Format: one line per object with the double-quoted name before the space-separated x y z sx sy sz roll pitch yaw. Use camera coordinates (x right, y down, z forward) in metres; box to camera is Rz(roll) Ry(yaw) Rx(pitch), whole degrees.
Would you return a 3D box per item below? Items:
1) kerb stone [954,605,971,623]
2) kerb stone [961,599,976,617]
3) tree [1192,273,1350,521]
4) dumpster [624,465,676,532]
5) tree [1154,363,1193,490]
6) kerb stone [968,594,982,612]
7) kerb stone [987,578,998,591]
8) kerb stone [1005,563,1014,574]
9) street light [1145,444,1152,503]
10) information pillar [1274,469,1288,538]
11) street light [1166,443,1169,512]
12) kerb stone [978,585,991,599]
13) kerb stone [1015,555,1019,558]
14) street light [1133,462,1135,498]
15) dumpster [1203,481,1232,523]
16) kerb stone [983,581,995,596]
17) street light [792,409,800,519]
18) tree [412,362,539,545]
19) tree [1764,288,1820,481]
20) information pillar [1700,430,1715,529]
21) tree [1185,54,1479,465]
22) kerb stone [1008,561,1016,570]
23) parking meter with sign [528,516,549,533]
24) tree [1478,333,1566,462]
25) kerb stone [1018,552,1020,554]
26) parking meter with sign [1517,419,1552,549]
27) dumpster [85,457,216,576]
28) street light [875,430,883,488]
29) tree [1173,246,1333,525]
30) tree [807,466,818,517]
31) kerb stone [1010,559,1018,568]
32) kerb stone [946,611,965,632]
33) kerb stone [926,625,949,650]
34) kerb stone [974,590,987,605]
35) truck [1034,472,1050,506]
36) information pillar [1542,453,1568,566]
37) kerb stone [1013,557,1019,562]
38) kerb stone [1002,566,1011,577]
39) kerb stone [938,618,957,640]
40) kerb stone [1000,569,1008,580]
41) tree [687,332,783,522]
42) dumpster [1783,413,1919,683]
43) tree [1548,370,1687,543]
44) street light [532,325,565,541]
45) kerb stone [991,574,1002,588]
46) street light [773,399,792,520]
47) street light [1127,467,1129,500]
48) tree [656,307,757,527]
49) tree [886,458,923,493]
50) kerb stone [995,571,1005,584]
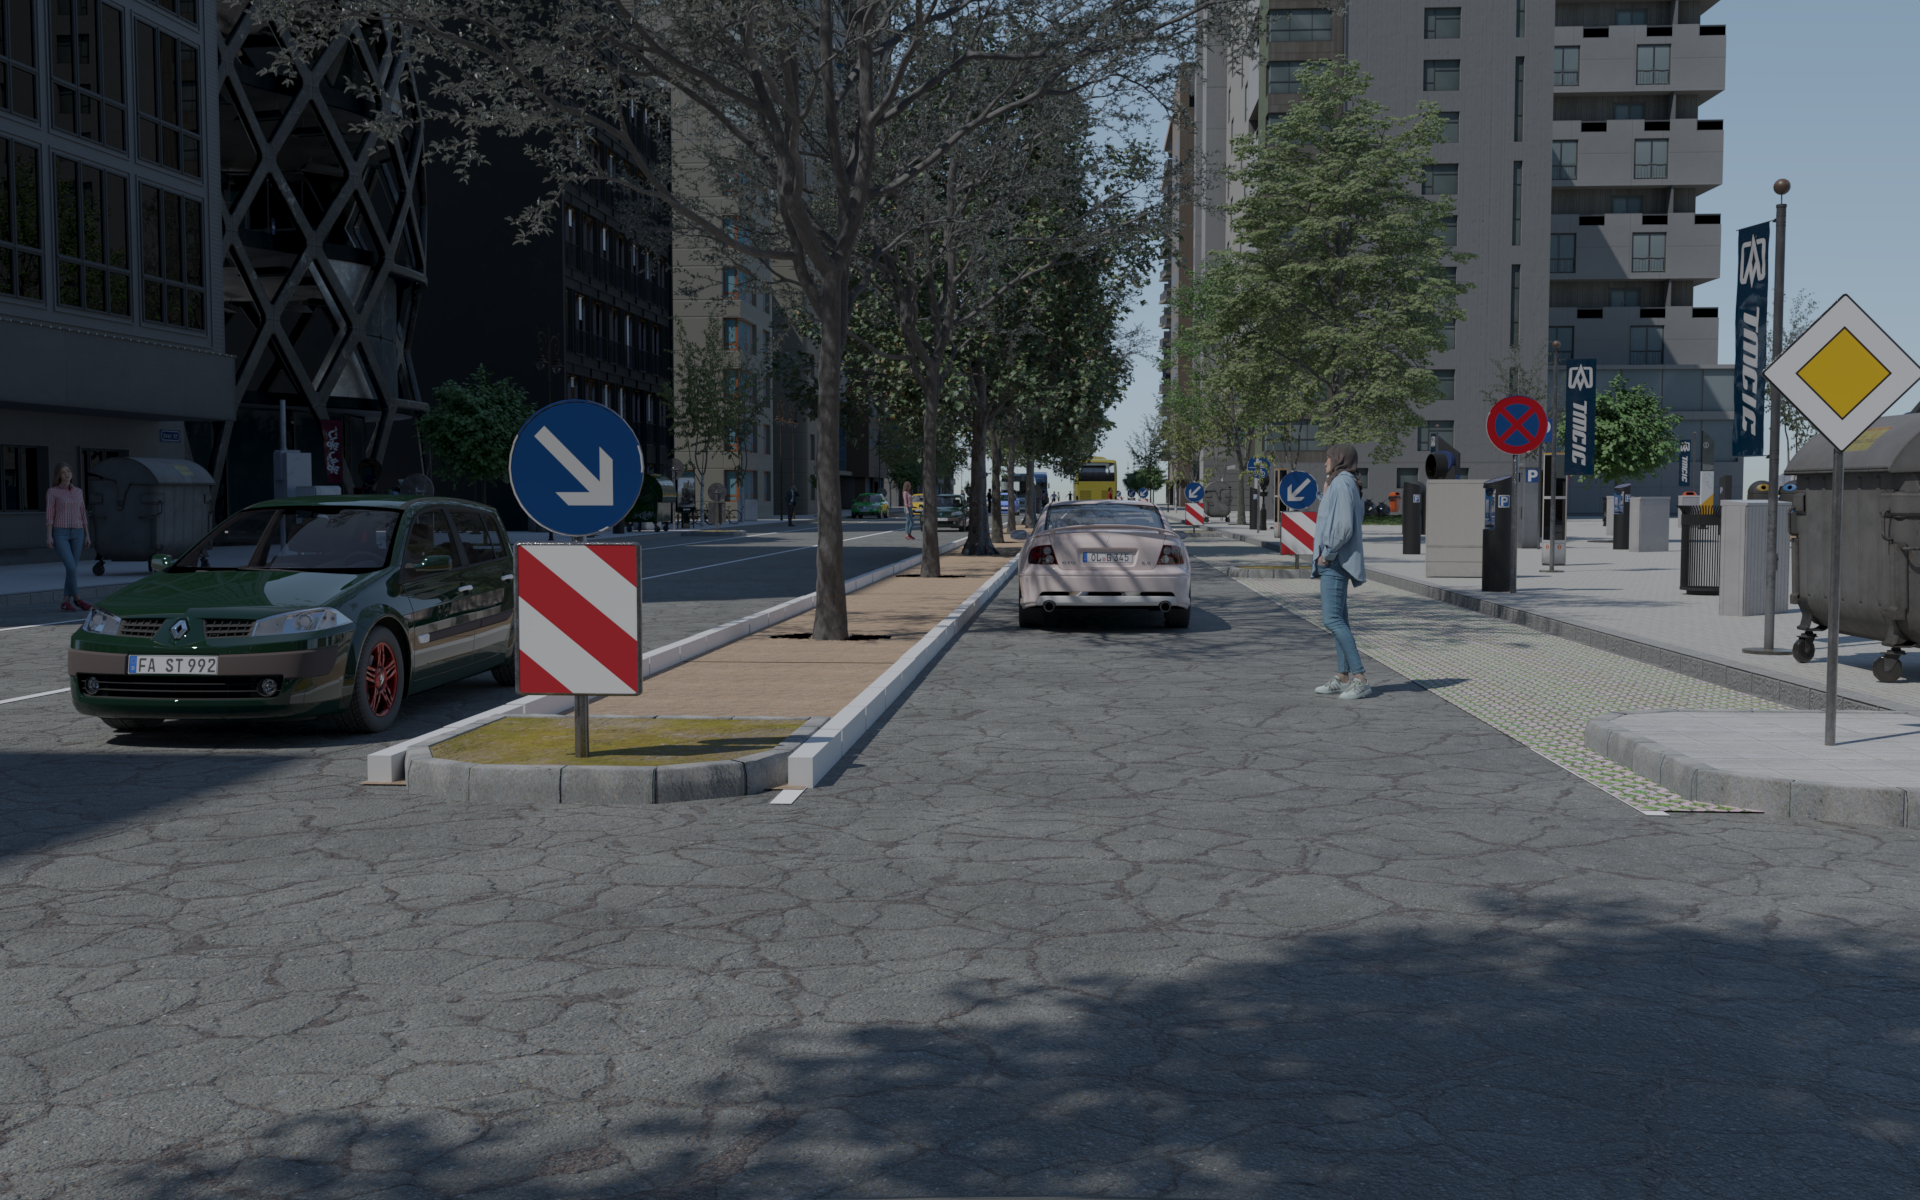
"kerb stone" -0.002 0.186 19.157 0.120 0.150 1.000 0 4 4
"kerb stone" 0.069 0.125 20.176 0.120 0.150 1.000 0 4 4
"tree" 10.157 -6.308 53.493 4.737 8.622 4.395 0 3 0
"dumpster" -10.558 -3.432 58.611 1.502 2.255 1.985 0 4 4
"tree" 12.609 -8.083 82.524 4.737 8.622 4.395 0 3 0
"kerb stone" 0.150 0.061 21.195 0.120 0.150 1.000 0 4 4
"kerb stone" 0.435 -0.186 25.274 0.120 0.150 1.000 0 4 4
"kerb stone" 0.815 -0.501 30.385 0.120 0.150 1.000 0 4 4
"street light" 17.392 -11.336 158.139 0.468 5.910 1.993 0 4 4
"information pillar" 9.384 -2.822 50.632 0.304 2.012 0.304 -1 4 -13
"street light" 14.627 -9.099 121.563 0.468 5.910 1.993 0 4 4
"kerb stone" 0.291 -0.061 23.235 0.120 0.150 1.000 0 4 4
"kerb stone" 1.109 -0.751 34.476 0.120 0.150 1.000 0 4 4
"street light" 20.685 -14.258 205.902 0.468 5.910 1.993 0 4 4
"dumpster" 11.664 -4.444 78.421 1.264 1.857 1.865 0 4 4
"kerb stone" 0.370 -0.126 24.254 0.120 0.150 1.000 0 4 4
"street light" -8.397 -7.009 87.393 0.468 5.910 1.993 0 4 4
"tree" -11.945 -3.648 43.361 4.285 4.588 4.351 0 3 0
"tree" 29.763 -6.791 61.399 4.360 8.622 3.978 0 3 0
"information pillar" 27.203 -4.388 63.093 0.504 3.616 0.183 -1 4 -8
"tree" 9.902 -7.817 45.939 7.486 12.596 7.792 0 3 0
"kerb stone" 0.887 -0.564 31.410 0.120 0.150 1.000 0 4 4
"parking meter with sign" -14.222 -3.792 58.268 0.543 3.016 1.738 -2 4 -34
"tree" 26.215 -7.933 80.068 4.360 8.622 3.978 0 3 0
"kerb stone" 1.257 -0.875 36.520 0.120 0.150 1.000 0 4 4
"parking meter with sign" 13.439 -2.731 40.908 0.543 3.016 1.738 0 4 1
"dumpster" -12.937 -1.342 27.707 1.264 1.857 1.865 0 4 4
"street light" -5.783 -9.285 124.601 0.468 5.910 1.993 0 4 4
"tree" 11.790 -8.928 71.724 9.928 11.665 9.643 0 3 0
"tree" -7.739 -6.398 99.212 1.663 3.219 1.824 0 3 0
"kerb stone" 0.954 -0.626 32.430 0.120 0.150 1.000 0 4 4
"kerb stone" -0.073 0.248 18.136 0.120 0.150 1.000 0 4 4
"kerb stone" -0.229 0.373 16.089 0.120 0.150 1.000 0 4 4
"kerb stone" 0.219 0.005 22.216 0.120 0.150 1.000 0 4 4
"truck" 9.893 -13.940 217.676 2.967 4.110 18.799 0 4 4
"information pillar" 10.643 -1.621 30.992 0.304 2.012 0.304 -1 4 -20
"kerb stone" 1.026 -0.689 33.454 0.120 0.150 1.000 0 4 4
"kerb stone" 0.745 -0.438 29.356 0.120 0.150 1.000 0 4 4
"kerb stone" -0.154 0.311 17.116 0.120 0.150 1.000 0 4 4
"kerb stone" 0.659 -0.375 28.331 0.120 0.150 1.000 0 4 4
"tree" -10.051 -7.800 77.890 4.360 8.622 3.978 0 3 0
"dumpster" 6.860 -0.404 12.361 1.264 1.857 1.865 0 4 4
"tree" 17.468 -3.816 46.106 4.285 4.588 4.351 0 3 0
"street light" -11.264 -4.572 47.536 0.468 5.910 1.993 0 4 4
"kerb stone" 0.515 -0.251 26.292 0.120 0.150 1.000 0 4 4
"street light" -8.685 -6.810 84.129 0.468 5.910 1.993 0 4 4
"street light" 23.508 -16.495 242.474 0.468 5.910 1.993 0 4 4
"tree" -10.144 -7.210 68.250 4.737 8.622 4.395 0 3 0
"tree" -4.658 -10.071 148.381 4.285 4.588 4.351 0 3 0
"kerb stone" 0.594 -0.313 27.311 0.120 0.150 1.000 0 4 4
